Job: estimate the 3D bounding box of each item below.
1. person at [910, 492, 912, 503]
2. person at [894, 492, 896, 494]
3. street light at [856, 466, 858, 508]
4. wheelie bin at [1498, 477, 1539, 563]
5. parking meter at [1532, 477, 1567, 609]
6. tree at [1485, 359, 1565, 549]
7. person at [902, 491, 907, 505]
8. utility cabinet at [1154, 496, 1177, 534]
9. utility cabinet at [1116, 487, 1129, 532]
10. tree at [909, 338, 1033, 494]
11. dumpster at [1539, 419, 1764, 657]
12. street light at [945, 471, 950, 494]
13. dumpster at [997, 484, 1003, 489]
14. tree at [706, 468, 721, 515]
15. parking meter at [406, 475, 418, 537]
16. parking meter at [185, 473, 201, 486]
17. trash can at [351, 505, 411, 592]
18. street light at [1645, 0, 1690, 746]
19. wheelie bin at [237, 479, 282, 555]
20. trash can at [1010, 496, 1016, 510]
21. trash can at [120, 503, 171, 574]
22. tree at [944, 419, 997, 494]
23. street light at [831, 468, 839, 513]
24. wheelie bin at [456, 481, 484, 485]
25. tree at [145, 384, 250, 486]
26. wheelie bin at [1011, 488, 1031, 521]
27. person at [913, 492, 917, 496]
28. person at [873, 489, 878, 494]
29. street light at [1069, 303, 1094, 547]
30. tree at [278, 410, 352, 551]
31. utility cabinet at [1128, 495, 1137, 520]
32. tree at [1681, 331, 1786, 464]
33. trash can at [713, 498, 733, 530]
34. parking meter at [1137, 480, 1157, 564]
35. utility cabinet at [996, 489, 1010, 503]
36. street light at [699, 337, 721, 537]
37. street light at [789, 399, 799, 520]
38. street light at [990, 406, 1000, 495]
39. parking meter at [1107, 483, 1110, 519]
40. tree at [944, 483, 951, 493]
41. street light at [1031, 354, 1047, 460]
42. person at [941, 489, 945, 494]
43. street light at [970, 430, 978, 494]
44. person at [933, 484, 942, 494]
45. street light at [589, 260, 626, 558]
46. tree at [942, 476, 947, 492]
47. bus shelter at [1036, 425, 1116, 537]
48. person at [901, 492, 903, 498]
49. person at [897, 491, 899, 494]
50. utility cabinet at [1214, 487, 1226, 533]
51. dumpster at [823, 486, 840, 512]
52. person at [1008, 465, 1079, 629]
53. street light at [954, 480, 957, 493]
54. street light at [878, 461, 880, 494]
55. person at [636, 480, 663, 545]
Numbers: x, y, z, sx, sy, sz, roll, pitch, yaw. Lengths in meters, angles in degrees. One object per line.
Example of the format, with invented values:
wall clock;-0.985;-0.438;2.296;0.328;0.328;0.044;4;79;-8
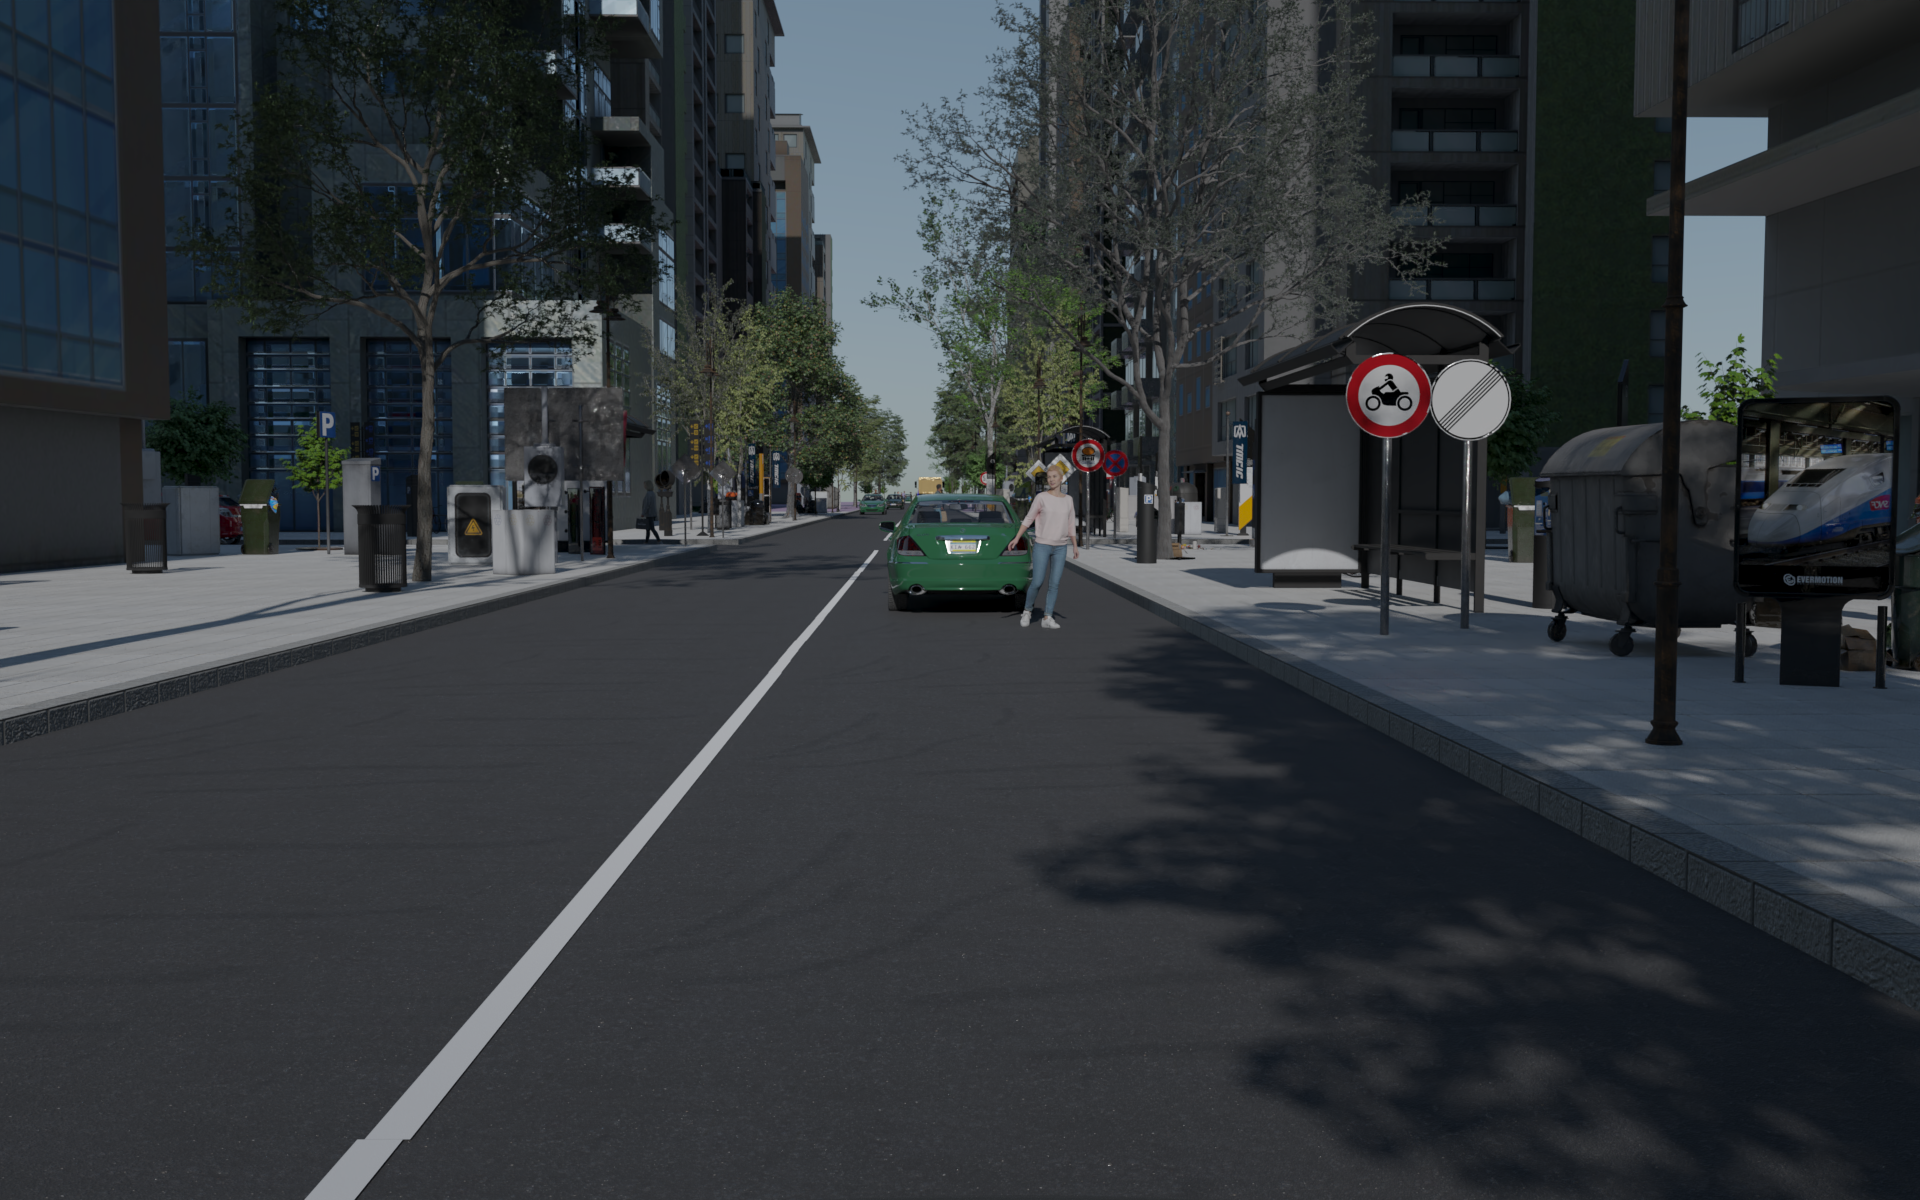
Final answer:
person;-6.437;-13.533;230.587;0.721;1.723;1.217;0;4;-4
person;-9.958;-15.752;266.048;0.705;1.824;1.348;2;4;28
street light;-9.605;-11.513;161.026;0.468;5.910;1.993;0;4;-1
wheelie bin;10.590;-1.503;32.480;0.980;1.594;0.693;0;4;7
parking meter;6.631;-0.674;19.429;0.372;1.533;0.369;0;3;0
tree;12.465;-3.492;40.813;4.285;4.588;4.351;0;3;0
person;-7.206;-13.286;225.597;0.709;1.838;0.599;-3;5;-45
utility cabinet;6.500;-2.757;56.241;1.020;1.237;0.306;2;4;27
utility cabinet;5.477;-3.051;58.565;0.318;1.500;1.173;0;4;-3
tree;1.618;-14.457;143.035;9.857;13.997;8.962;0;3;0
dumpster;5.711;-0.523;14.308;1.264;1.857;1.865;0;4;-1
street light;-2.241;-19.057;284.373;0.468;5.910;1.993;0;4;-1
dumpster;2.872;-7.411;123.671;1.502;2.255;1.985;0;4;-1
tree;-14.340;-6.708;104.283;1.663;3.219;1.824;0;3;0
parking meter;-16.457;-2.836;52.085;0.255;1.863;0.399;-3;5;-45
parking meter;-21.833;-2.670;49.359;0.255;1.863;0.399;3;5;44
trash can;-7.589;-0.679;22.758;0.748;1.137;0.748;0;3;0
street light;3.621;-2.198;8.731;0.468;5.910;1.993;0;4;-1
wheelie bin;-14.870;-1.766;36.774;0.980;1.594;0.693;0;4;6
trash can;3.102;-5.674;104.421;0.748;1.137;0.748;0;3;0
trash can;-13.126;-0.996;27.938;0.748;1.137;0.748;0;3;0
tree;1.229;-13.921;177.977;4.360;8.622;3.978;0;3;0
street light;-8.759;-8.932;118.821;0.468;5.910;1.993;0;4;-1
wheelie bin;-11.924;-2.089;42.060;0.980;1.594;0.693;-1;4;-15
tree;-22.937;-4.160;51.734;4.285;4.588;4.351;0;3;0
wheelie bin;2.986;-4.656;84.031;0.980;1.594;0.693;0;4;7
person;-7.005;-16.268;275.205;1.217;1.736;0.721;-1;4;-20
person;-6.668;-7.876;137.415;1.348;1.807;0.705;-1;4;-20
street light;2.942;-4.242;42.138;0.468;5.910;1.993;0;4;-1
tree;-14.777;-2.749;39.540;1.663;3.219;1.824;0;3;0
utility cabinet;8.443;-4.582;86.075;1.020;1.237;0.306;1;4;23
tree;9.353;-1.591;20.617;1.663;3.219;1.824;0;3;0
trash can;-8.459;-3.071;61.871;0.748;1.137;0.748;0;3;0
parking meter;3.455;-1.443;32.009;0.372;1.533;0.369;0;3;0
utility cabinet;1.882;-4.077;75.345;0.318;1.500;1.173;-1;4;-14
street light;-7.351;-4.794;51.163;0.468;5.910;1.993;0;4;-1
street light;-8.059;-6.837;84.569;0.468;5.910;1.993;0;4;-1
street light;1.856;-7.245;91.242;0.468;5.910;1.993;0;4;-1
parking meter;7.582;-5.149;89.895;0.399;1.863;0.255;-2;4;-35
tree;-1.612;-15.864;253.973;1.663;3.219;1.824;0;3;0
street light;2.601;-5.166;57.259;0.468;5.910;1.993;0;4;-1
person;-1.424;-7.828;136.505;1.348;1.821;0.705;0;4;-2
street light;1.121;-9.330;125.333;0.468;5.910;1.993;0;4;-1
person;-0.845;-3.619;67.650;0.713;1.824;0.794;1;4;14
street light;-6.983;-3.771;34.449;0.468;5.910;1.993;0;4;-1
tree;-1.389;-17.220;265.266;4.285;4.588;4.351;0;3;0
bus shelter;3.515;-3.648;53.561;2.014;3.302;5.546;0;4;-1
person;-9.150;-16.123;272.919;0.445;1.727;0.742;-1;4;-13
person;-7.563;-12.653;215.904;0.750;1.759;0.617;0;4;5
utility cabinet;8.597;-2.973;57.281;0.318;1.500;1.173;0;4;3
dumpster;-9.177;-7.175;123.077;1.264;1.857;1.865;0;4;-1
person;0.844;-0.575;18.570;0.731;1.740;0.598;-2;4;-28
street light;-0.707;-14.893;216.280;0.468;5.910;1.993;0;4;-1
street light;-11.353;-16.588;244.005;0.468;5.910;1.993;0;4;-1
person;-8.141;-2.246;45.403;0.728;1.800;0.709;1;4;10
